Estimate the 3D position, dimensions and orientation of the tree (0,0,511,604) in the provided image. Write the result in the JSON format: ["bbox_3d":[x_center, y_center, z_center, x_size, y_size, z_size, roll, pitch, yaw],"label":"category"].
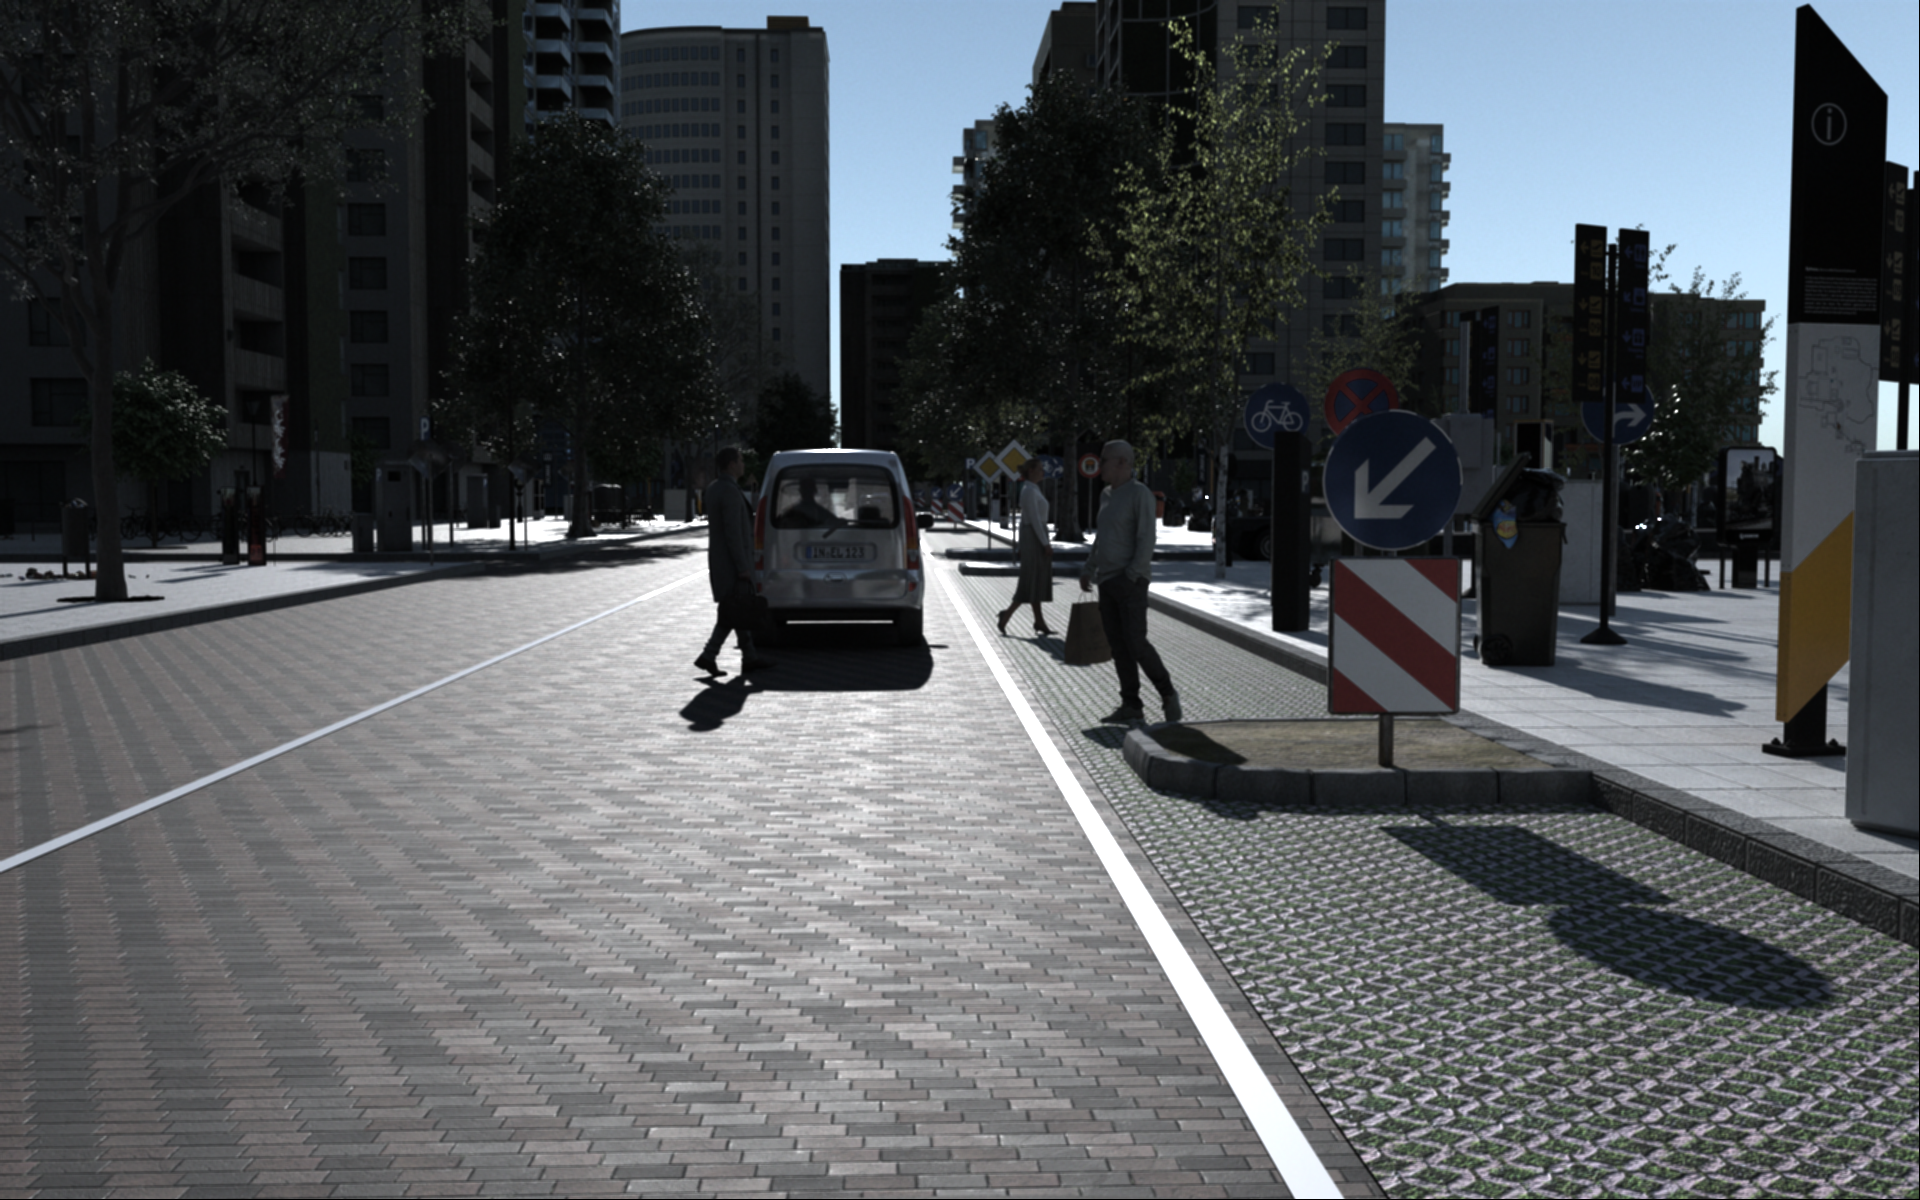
[{"bbox_3d":[-10.327,-6.728,20.381,12.009,13.543,11.850,0,3,0],"label":"tree"}]

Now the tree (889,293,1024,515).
[{"bbox_3d":[0.398,-12.326,108.185,9.857,13.997,8.962,0,3,0],"label":"tree"}]

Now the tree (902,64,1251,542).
[{"bbox_3d":[3.067,-7.919,46.488,9.611,12.733,9.660,0,3,0],"label":"tree"}]

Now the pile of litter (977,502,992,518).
[{"bbox_3d":[1.181,-4.808,92.577,1.719,0.858,1.176,1,4,22],"label":"pile of litter"}]

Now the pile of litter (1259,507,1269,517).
[{"bbox_3d":[13.916,-3.847,76.860,1.719,0.858,1.176,1,4,11],"label":"pile of litter"}]

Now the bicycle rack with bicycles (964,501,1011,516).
[{"bbox_3d":[1.191,-5.605,105.022,2.925,0.926,2.852,-1,4,-10],"label":"bicycle rack with bicycles"}]

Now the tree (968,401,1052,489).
[{"bbox_3d":[1.694,-8.437,88.300,4.360,8.622,3.978,0,3,0],"label":"tree"}]

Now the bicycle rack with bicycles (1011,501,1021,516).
[{"bbox_3d":[5.076,-5.906,109.937,2.852,0.926,2.925,1,4,14],"label":"bicycle rack with bicycles"}]

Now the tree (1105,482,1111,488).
[{"bbox_3d":[8.887,-6.352,98.457,1.663,3.219,1.824,0,3,0],"label":"tree"}]

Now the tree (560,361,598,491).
[{"bbox_3d":[-20.055,-8.810,94.404,4.737,8.622,4.395,0,3,0],"label":"tree"}]

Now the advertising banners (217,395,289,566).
[{"bbox_3d":[-12.664,-2.134,31.075,2.074,3.025,0.090,2,4,32],"label":"advertising banners"}]

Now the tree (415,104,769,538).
[{"bbox_3d":[-11.192,-8.212,51.277,9.611,12.733,9.660,0,3,0],"label":"tree"}]

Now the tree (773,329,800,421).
[{"bbox_3d":[-12.188,-10.263,78.170,12.009,13.543,11.850,0,3,0],"label":"tree"}]

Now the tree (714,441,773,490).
[{"bbox_3d":[-13.874,-7.556,107.256,4.285,4.588,4.351,0,3,0],"label":"tree"}]

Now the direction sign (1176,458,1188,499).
[{"bbox_3d":[13.911,-7.131,108.592,0.876,3.537,0.379,-1,4,-23],"label":"direction sign"}]

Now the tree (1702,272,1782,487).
[{"bbox_3d":[24.425,-6.512,56.830,4.737,8.622,4.395,0,3,0],"label":"tree"}]

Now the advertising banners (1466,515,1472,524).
[{"bbox_3d":[22.358,-4.846,75.425,2.074,3.025,0.090,-3,5,-41],"label":"advertising banners"}]

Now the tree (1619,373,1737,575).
[{"bbox_3d":[11.454,-2.042,27.981,1.663,3.219,1.824,0,3,0],"label":"tree"}]

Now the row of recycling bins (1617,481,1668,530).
[{"bbox_3d":[20.608,-2.945,55.261,1.069,1.692,3.534,-2,4,-32],"label":"row of recycling bins"}]

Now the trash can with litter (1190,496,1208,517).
[{"bbox_3d":[12.668,-4.870,91.005,1.055,1.170,0.624,-1,4,-12],"label":"trash can with litter"}]

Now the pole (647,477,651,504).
[{"bbox_3d":[-19.393,-6.984,108.024,0.158,3.312,0.155,0,3,0],"label":"pole"}]

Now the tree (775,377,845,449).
[{"bbox_3d":[-17.092,-17.134,186.788,9.857,13.997,8.962,0,3,0],"label":"tree"}]

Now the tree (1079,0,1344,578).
[{"bbox_3d":[3.945,-4.651,26.410,4.360,8.622,3.978,0,3,0],"label":"tree"}]

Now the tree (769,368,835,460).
[{"bbox_3d":[-15.974,-14.728,157.803,9.611,12.733,9.660,0,3,0],"label":"tree"}]

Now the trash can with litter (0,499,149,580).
[{"bbox_3d":[-13.683,-0.942,26.452,2.233,1.210,1.678,2,4,25],"label":"trash can with litter"}]

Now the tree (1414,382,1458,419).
[{"bbox_3d":[31.730,-9.960,113.202,4.737,8.622,4.395,0,3,0],"label":"tree"}]

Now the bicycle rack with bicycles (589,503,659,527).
[{"bbox_3d":[-13.510,-3.448,69.756,2.925,0.926,2.852,-2,4,-35],"label":"bicycle rack with bicycles"}]

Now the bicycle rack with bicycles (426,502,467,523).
[{"bbox_3d":[-22.539,-3.956,78.060,2.852,0.926,2.925,3,5,41],"label":"bicycle rack with bicycles"}]

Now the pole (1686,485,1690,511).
[{"bbox_3d":[35.426,-5.529,84.250,0.158,3.312,0.155,0,3,0],"label":"pole"}]

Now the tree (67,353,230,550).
[{"bbox_3d":[-19.021,-3.482,40.647,4.285,4.588,4.351,0,3,0],"label":"tree"}]

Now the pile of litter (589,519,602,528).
[{"bbox_3d":[-14.278,-3.224,66.675,1.176,0.858,1.719,1,4,23],"label":"pile of litter"}]

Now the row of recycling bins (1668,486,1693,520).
[{"bbox_3d":[34.688,-4.797,85.551,3.534,1.692,1.069,0,4,4],"label":"row of recycling bins"}]

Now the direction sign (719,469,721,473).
[{"bbox_3d":[-13.190,-6.339,95.634,0.379,3.537,0.876,-1,4,-18],"label":"direction sign"}]

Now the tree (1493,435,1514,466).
[{"bbox_3d":[29.705,-6.853,95.758,4.285,4.588,4.351,0,3,0],"label":"tree"}]

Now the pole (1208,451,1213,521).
[{"bbox_3d":[11.740,-5.336,81.094,0.158,3.312,0.155,0,3,0],"label":"pole"}]

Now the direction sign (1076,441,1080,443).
[{"bbox_3d":[4.612,-4.821,70.822,0.876,3.537,0.379,3,5,40],"label":"direction sign"}]

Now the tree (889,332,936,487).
[{"bbox_3d":[-1.745,-20.600,192.705,12.611,20.169,13.585,0,3,0],"label":"tree"}]

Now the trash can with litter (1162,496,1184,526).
[{"bbox_3d":[8.443,-3.537,69.212,1.055,1.170,0.624,-3,5,-42],"label":"trash can with litter"}]

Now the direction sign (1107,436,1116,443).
[{"bbox_3d":[5.185,-3.970,56.900,0.876,3.537,0.379,3,5,43],"label":"direction sign"}]

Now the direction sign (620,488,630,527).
[{"bbox_3d":[-12.954,-4.577,66.835,0.379,3.537,0.876,-2,4,-26],"label":"direction sign"}]

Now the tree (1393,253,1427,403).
[{"bbox_3d":[12.506,-6.310,53.537,4.360,8.622,3.978,0,3,0],"label":"tree"}]

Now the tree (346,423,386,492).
[{"bbox_3d":[-27.626,-5.773,78.106,4.285,4.588,4.351,0,3,0],"label":"tree"}]

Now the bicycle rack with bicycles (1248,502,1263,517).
[{"bbox_3d":[13.812,-4.074,79.999,2.925,0.926,2.852,-1,4,-18],"label":"bicycle rack with bicycles"}]

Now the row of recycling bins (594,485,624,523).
[{"bbox_3d":[-15.910,-4.384,78.787,1.069,1.692,3.534,0,4,0],"label":"row of recycling bins"}]

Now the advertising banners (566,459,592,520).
[{"bbox_3d":[-18.707,-5.551,86.952,2.074,3.025,0.090,0,4,-4],"label":"advertising banners"}]

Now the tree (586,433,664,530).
[{"bbox_3d":[-12.125,-4.813,62.403,4.285,4.588,4.351,0,3,0],"label":"tree"}]

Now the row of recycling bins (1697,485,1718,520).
[{"bbox_3d":[36.331,-4.516,80.949,1.069,1.692,3.534,-3,4,-36],"label":"row of recycling bins"}]

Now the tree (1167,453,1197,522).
[{"bbox_3d":[10.407,-5.256,80.536,1.663,3.219,1.824,0,3,0],"label":"tree"}]

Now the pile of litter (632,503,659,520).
[{"bbox_3d":[-15.402,-4.336,84.852,1.176,0.858,1.719,-2,4,-30],"label":"pile of litter"}]

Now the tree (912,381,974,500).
[{"bbox_3d":[-1.533,-15.873,177.655,7.486,12.596,7.792,0,3,0],"label":"tree"}]

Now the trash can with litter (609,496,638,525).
[{"bbox_3d":[-14.458,-3.821,73.536,1.678,1.210,2.233,1,4,16],"label":"trash can with litter"}]

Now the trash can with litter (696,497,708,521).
[{"bbox_3d":[-12.227,-4.462,84.007,1.678,1.210,2.233,0,4,-5],"label":"trash can with litter"}]

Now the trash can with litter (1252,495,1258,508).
[{"bbox_3d":[16.367,-5.334,98.266,2.233,1.210,1.678,3,5,43],"label":"trash can with litter"}]

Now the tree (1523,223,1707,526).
[{"bbox_3d":[17.831,-5.970,47.980,4.737,8.622,4.395,0,3,0],"label":"tree"}]
